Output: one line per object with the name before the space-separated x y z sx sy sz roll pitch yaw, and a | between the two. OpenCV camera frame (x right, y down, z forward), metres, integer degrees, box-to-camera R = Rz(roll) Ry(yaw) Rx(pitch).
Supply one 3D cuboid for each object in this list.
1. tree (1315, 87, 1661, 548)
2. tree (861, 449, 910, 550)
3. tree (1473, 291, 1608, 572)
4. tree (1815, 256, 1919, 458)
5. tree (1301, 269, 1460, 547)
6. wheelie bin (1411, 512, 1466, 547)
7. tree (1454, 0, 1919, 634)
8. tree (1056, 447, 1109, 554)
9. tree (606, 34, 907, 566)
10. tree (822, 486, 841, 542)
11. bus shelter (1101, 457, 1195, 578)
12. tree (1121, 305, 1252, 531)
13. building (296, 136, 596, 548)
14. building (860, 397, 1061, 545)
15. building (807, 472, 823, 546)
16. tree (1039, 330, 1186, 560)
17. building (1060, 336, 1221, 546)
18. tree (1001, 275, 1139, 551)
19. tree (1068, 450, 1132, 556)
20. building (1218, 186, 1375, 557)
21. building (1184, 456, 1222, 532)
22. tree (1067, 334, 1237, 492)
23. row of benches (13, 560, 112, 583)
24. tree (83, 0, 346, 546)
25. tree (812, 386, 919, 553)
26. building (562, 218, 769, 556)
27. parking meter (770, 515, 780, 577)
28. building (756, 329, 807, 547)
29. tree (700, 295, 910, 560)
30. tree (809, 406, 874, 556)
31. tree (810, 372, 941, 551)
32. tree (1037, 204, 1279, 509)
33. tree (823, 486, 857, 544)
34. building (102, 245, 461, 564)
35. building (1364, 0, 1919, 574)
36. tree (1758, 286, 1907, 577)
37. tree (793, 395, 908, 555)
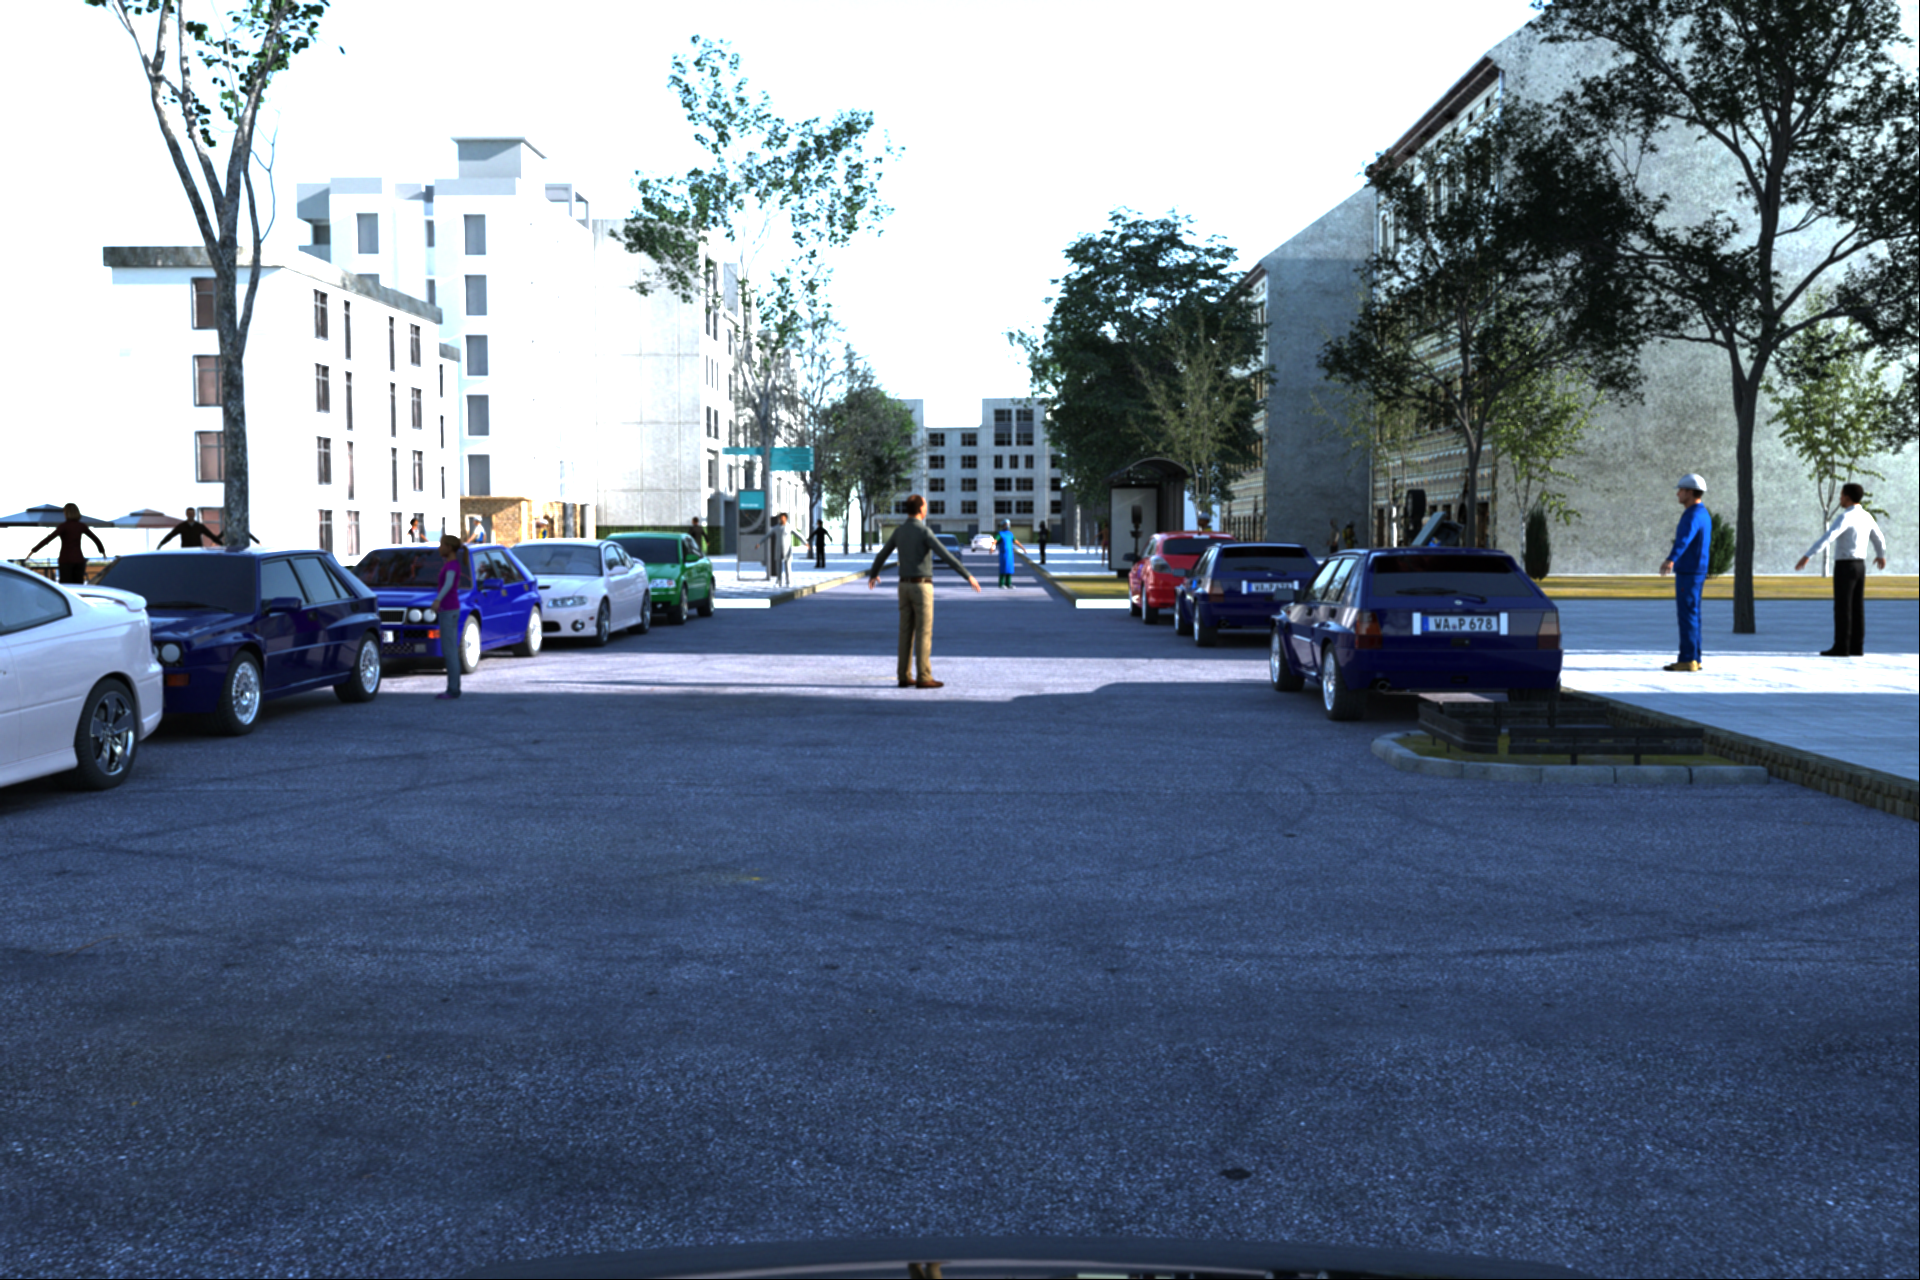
tree | 10.857 -6.191 35.635 7.601 10.594 8.767 -1 4 -22
tree | -6.501 -11.531 138.895 4.360 8.622 3.978 0 3 0
tree | 17.005 -6.211 51.909 4.737 8.622 4.395 0 3 0
tree | 25.564 -6.573 41.879 8.767 10.594 7.601 -2 4 -24
tree | 12.054 -5.925 47.241 4.360 8.622 3.978 0 3 0
wheelie bin | 6.816 -1.026 24.686 0.693 1.594 0.980 0 4 2
tree | 9.816 -5.360 22.048 7.601 10.594 8.767 -1 4 -14
tree | 8.209 -9.857 111.522 4.737 8.622 4.395 0 3 0
tree | -9.183 -13.017 68.712 12.611 20.169 13.585 0 3 0
tree | -17.369 -17.232 232.109 4.737 8.622 4.395 0 3 0
bus shelter | 5.164 -3.329 48.351 2.014 3.302 5.546 0 4 0
tree | 7.839 -6.402 55.032 4.360 8.622 3.978 0 3 0
building | -25.630 -13.907 83.803 16.016 20.090 11.380 0 4 2
building | 3.733 -22.124 230.645 31.486 18.905 16.747 0 4 7
building | -19.927 -15.508 195.705 9.099 9.664 28.070 0 4 2
tree | 7.706 -9.799 85.966 9.928 11.665 9.643 0 3 0
building | 25.187 -21.452 194.715 27.936 21.610 32.646 0 4 1
tree | 9.177 -16.642 127.992 12.611 20.169 13.585 0 3 0
tree | 7.931 -9.334 102.973 4.360 8.622 3.978 0 3 0
building | 26.344 -16.752 104.827 19.493 23.208 18.063 0 4 1
building | 25.016 -13.327 160.038 9.099 9.664 28.070 0 4 1
tree | 8.358 -8.772 77.837 8.767 10.594 7.601 0 4 6
row of benches | -21.969 -1.562 41.006 4.104 0.672 1.422 -1 4 -15
tree | -12.911 -10.444 26.645 12.611 20.169 13.585 0 3 0
tree | -6.567 -11.802 118.722 9.928 11.665 9.643 0 3 0
building | -22.731 -15.083 113.068 16.747 18.905 31.486 0 4 1
parking meter | -5.639 -2.844 52.206 0.399 1.863 0.255 0 4 1
building | -24.474 -18.290 165.501 16.747 18.905 31.486 0 4 0
tree | -7.529 -10.840 87.601 12.009 13.543 11.850 0 3 0
tree | -6.635 -9.112 99.336 4.360 8.622 3.978 0 3 0
tree | -6.595 -13.374 129.039 12.009 13.543 11.850 0 3 0
tree | 7.383 -9.740 65.897 9.857 13.997 8.962 0 3 0
tree | -15.817 -16.979 227.965 4.737 8.622 4.395 0 3 0
building | -23.767 -7.491 64.618 9.099 9.664 28.070 0 4 1
building | 26.415 -14.216 63.358 19.493 23.208 18.063 0 4 1
tree | 25.596 -6.151 50.931 4.737 8.622 4.395 0 3 0
tree | -6.813 -10.639 108.354 7.601 10.594 8.767 -1 4 -16
